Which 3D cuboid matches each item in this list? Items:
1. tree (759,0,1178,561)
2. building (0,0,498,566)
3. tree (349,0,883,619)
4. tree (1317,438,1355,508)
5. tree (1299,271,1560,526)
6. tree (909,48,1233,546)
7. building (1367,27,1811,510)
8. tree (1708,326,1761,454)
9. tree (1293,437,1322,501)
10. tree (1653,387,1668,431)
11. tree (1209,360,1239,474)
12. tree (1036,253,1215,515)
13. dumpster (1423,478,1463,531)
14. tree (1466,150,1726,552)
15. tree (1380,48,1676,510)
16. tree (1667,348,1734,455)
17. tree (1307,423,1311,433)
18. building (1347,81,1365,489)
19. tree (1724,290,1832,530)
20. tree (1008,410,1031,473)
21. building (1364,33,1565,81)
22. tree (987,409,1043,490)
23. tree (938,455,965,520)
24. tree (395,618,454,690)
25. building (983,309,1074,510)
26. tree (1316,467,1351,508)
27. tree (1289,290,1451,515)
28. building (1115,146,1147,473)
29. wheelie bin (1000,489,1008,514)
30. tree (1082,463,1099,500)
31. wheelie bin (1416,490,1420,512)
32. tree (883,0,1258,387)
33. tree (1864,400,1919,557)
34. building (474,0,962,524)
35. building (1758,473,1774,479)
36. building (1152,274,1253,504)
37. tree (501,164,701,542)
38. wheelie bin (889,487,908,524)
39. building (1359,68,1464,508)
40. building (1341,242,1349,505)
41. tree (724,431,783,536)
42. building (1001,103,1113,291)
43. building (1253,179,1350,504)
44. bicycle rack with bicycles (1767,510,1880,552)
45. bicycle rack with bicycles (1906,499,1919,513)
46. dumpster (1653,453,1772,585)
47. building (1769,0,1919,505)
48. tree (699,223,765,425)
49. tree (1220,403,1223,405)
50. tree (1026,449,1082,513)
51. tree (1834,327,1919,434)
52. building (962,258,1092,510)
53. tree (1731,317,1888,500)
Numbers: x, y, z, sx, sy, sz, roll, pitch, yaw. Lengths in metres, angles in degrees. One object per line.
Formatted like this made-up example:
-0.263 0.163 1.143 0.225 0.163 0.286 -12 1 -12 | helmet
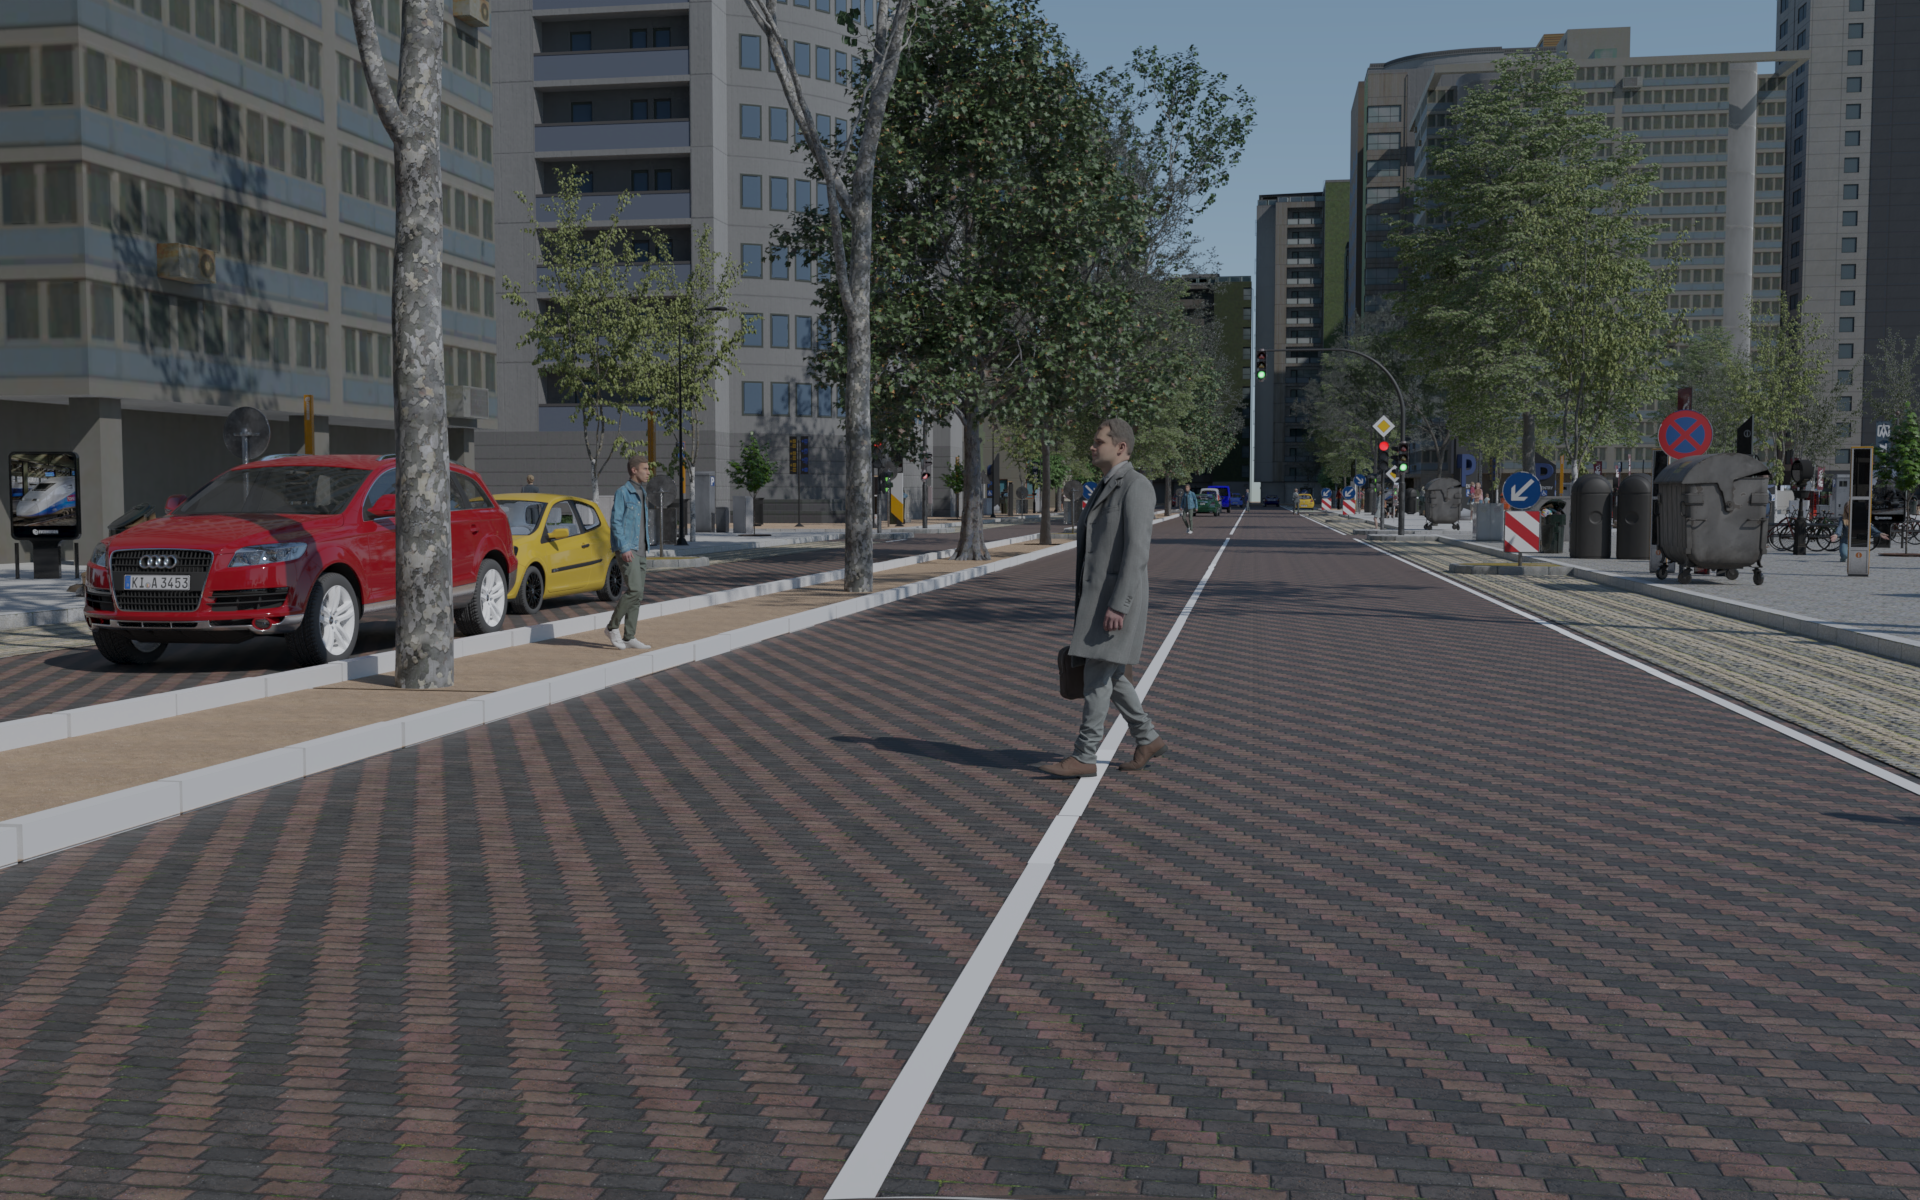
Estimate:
0.274 -7.202 37.215 9.611 12.733 9.660 0 3 0 | tree
-24.792 -21.337 40.741 23.993 40.220 32.217 1 4 10 | building
-2.537 -10.238 25.731 12.611 20.169 13.585 0 3 0 | tree
34.446 -12.658 157.313 4.737 8.622 4.395 0 3 0 | tree
19.061 -8.222 68.845 8.767 10.594 7.601 0 4 -7 | tree
2.398 -8.260 47.876 12.009 13.543 11.850 0 3 0 | tree
52.152 -27.964 149.090 32.217 40.220 23.993 1 4 10 | building
50.498 -12.197 117.550 7.486 12.596 7.792 0 3 0 | tree
42.875 -15.924 210.711 4.360 8.622 3.978 0 3 0 | tree
37.700 -8.448 88.483 4.360 8.622 3.978 0 3 0 | tree
9.365 -10.324 88.265 9.611 12.733 9.660 0 3 0 | tree
7.744 -9.722 79.531 7.486 12.596 7.792 0 3 0 | tree
17.192 -3.418 61.639 1.264 1.857 1.865 1 4 10 | dumpster
13.765 -5.359 37.980 4.737 8.622 4.395 0 3 0 | tree
14.495 -7.774 45.227 7.486 12.596 7.792 0 3 0 | tree
36.865 -8.106 82.901 4.360 8.622 3.978 0 3 0 | tree
28.363 -12.504 122.571 7.486 12.596 7.792 0 3 0 | tree
48.619 -32.634 183.676 14.600 45.320 14.200 1 4 10 | building
28.961 -6.819 61.857 4.737 8.622 4.395 0 3 0 | tree
7.163 -13.058 131.629 7.486 12.596 7.792 0 3 0 | tree
67.181 -41.889 226.875 28.212 58.520 21.231 1 4 10 | building
3.857 -9.712 109.150 4.737 8.622 4.395 0 3 0 | tree
-0.010 -5.520 84.851 1.663 3.219 1.824 0 3 0 | tree
-5.026 -9.476 13.284 12.611 20.169 13.585 0 3 0 | tree
-4.995 -19.025 156.100 27.650 21.520 28.899 1 4 10 | building
37.699 -11.697 174.963 4.285 4.588 4.351 0 3 0 | tree
25.085 -11.834 103.852 12.009 13.543 11.850 0 3 0 | tree
10.494 -37.807 237.747 30.456 49.044 23.786 1 4 10 | building
2.975 -6.333 111.456 0.693 1.594 0.980 -2 4 -34 | wheelie bin
10.710 -10.112 149.037 4.285 4.588 4.351 0 3 0 | tree
32.017 -6.981 122.039 0.980 1.594 0.693 -3 4 -39 | wheelie bin
5.008 -12.914 69.488 12.611 20.169 13.585 0 3 0 | tree
19.437 -2.517 35.749 1.663 3.219 1.824 0 3 0 | tree
-12.544 -33.335 87.026 21.231 58.520 28.212 1 4 10 | building
82.045 -31.170 193.232 14.086 41.232 14.154 1 4 10 | building
31.756 -28.057 230.435 14.107 30.474 14.160 1 4 10 | building
-8.206 -5.416 38.922 4.737 8.622 4.395 0 3 0 | tree
-2.664 -3.997 73.252 0.980 1.594 0.693 1 4 16 | wheelie bin
46.436 -29.731 169.703 14.154 41.232 14.086 1 4 10 | building
50.845 -26.078 198.081 14.160 30.474 14.107 1 4 10 | building
-6.410 -3.559 52.792 1.663 3.219 1.824 0 3 0 | tree
1.228 -35.593 201.548 30.456 49.044 23.786 1 4 10 | building
45.839 -33.299 228.039 14.086 41.232 14.154 1 4 10 | building
19.092 -1.567 39.009 2.925 0.926 2.852 2 4 32 | bicycle rack with bicycles
65.811 -6.617 121.574 2.852 0.926 2.925 1 4 10 | bicycle rack with bicycles
10.883 -1.181 25.076 1.264 1.857 1.865 1 4 9 | dumpster
98.890 -45.773 186.639 20.611 71.187 20.563 1 4 10 | building
-7.430 -5.869 46.327 4.737 8.622 4.395 0 3 0 | tree
14.423 -12.207 120.160 7.486 12.596 7.792 0 3 0 | tree
6.096 -8.388 120.851 4.285 4.588 4.351 0 3 0 | tree
41.852 -7.711 76.444 4.360 8.622 3.978 0 3 0 | tree
5.763 -24.775 176.767 14.160 30.474 14.107 1 4 10 | building
35.735 -7.508 73.124 4.360 8.622 3.978 0 3 0 | tree
